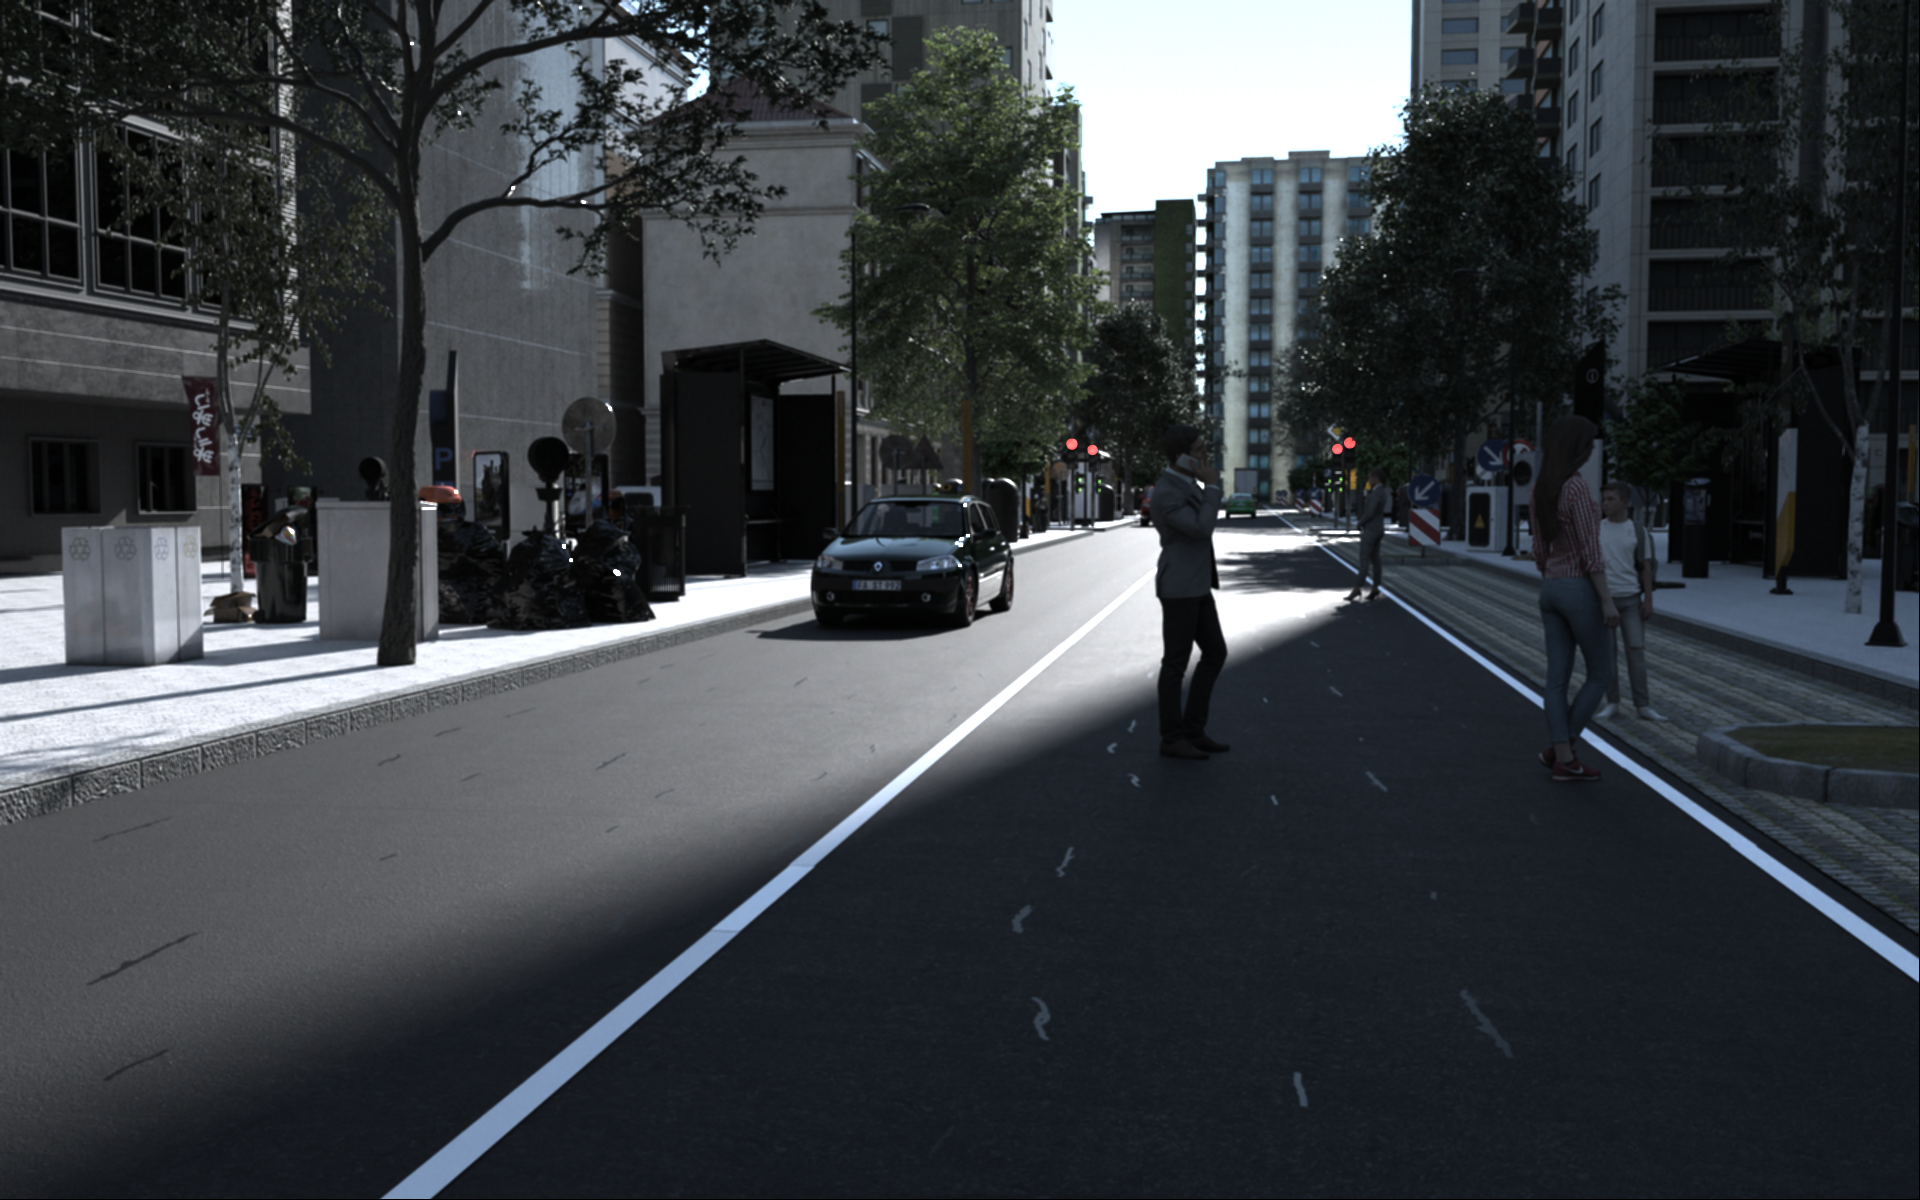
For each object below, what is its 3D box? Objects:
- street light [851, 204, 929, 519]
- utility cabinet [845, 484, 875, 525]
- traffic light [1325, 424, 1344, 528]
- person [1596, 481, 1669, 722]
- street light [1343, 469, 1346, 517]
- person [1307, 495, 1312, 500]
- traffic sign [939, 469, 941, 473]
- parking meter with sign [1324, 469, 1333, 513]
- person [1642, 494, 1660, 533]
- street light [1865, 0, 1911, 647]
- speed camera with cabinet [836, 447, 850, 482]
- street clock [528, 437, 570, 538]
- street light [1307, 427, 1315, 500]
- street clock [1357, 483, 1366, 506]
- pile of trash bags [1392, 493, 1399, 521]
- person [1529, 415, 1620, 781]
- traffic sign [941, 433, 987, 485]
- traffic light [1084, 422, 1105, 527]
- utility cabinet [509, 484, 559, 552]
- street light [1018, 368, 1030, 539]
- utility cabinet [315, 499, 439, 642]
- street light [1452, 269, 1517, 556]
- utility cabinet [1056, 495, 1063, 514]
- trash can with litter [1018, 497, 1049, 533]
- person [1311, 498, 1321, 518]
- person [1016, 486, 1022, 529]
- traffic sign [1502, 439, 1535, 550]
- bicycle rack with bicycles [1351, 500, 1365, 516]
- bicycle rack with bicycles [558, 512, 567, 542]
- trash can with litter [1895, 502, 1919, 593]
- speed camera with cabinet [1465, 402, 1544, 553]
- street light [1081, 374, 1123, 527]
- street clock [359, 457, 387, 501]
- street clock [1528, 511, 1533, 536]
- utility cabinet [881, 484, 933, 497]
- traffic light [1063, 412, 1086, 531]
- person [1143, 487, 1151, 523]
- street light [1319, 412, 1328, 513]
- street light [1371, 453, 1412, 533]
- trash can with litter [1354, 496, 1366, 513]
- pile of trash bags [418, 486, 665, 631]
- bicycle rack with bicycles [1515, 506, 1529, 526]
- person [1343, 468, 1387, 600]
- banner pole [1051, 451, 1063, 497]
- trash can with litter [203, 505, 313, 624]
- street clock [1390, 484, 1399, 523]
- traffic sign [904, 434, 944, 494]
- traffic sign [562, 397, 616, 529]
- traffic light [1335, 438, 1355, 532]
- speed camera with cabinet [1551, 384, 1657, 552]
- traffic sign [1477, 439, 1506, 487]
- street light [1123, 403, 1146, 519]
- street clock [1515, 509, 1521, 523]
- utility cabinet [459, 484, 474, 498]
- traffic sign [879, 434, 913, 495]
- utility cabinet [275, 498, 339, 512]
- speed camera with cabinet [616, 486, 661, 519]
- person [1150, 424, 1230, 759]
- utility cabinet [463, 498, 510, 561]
[{"bbox_3d":[-1.186,-3.389,27.958,1.470,5.913,1.316,1,4,9],"label":"street light"},{"bbox_3d":[-2.229,-1.766,37.555,0.318,1.500,1.173,-2,4,-31],"label":"utility cabinet"},{"bbox_3d":[14.271,-4.696,65.700,0.839,4.253,0.868,1,4,9],"label":"traffic light"},{"bbox_3d":[4.210,0.007,10.982,0.503,1.515,0.523,0,4,-8],"label":"person"},{"bbox_3d":[17.339,-6.274,75.126,1.470,5.913,1.316,1,4,9],"label":"street light"},{"bbox_3d":[44.530,-12.943,220.651,0.750,1.759,0.617,1,4,12],"label":"person"},{"bbox_3d":[-0.344,-3.571,58.492,0.768,2.556,0.104,1,4,17],"label":"traffic sign"},{"bbox_3d":[25.691,-7.604,120.593,0.543,3.016,1.738,1,4,18],"label":"parking meter with sign"},{"bbox_3d":[23.636,-3.101,59.395,0.606,1.804,0.583,1,4,11],"label":"person"},{"bbox_3d":[7.330,-2.573,14.617,1.470,5.913,1.316,1,4,9],"label":"street light"},{"bbox_3d":[-4.812,-4.754,72.069,0.660,3.252,2.038,-1,4,-12],"label":"speed camera with cabinet"},{"bbox_3d":[-5.223,-1.068,22.035,0.471,2.002,0.358,-2,4,-35],"label":"street clock"},{"bbox_3d":[24.386,-8.892,117.929,1.470,5.913,1.316,1,4,9],"label":"street light"},{"bbox_3d":[21.160,-5.305,91.312,0.358,2.002,0.471,-1,4,-22],"label":"street clock"},{"bbox_3d":[21.602,-4.479,82.979,1.912,1.369,3.447,-1,4,-12],"label":"pile of trash bags"},{"bbox_3d":[3.077,-0.008,8.646,0.388,1.821,0.555,-2,4,-25],"label":"person"},{"bbox_3d":[0.461,-3.881,57.331,2.265,3.308,0.079,1,4,16],"label":"traffic sign"},{"bbox_3d":[5.181,-4.787,67.184,0.839,4.253,0.868,1,4,9],"label":"traffic light"},{"bbox_3d":[-9.305,-1.762,37.481,1.173,1.500,0.318,0,4,2],"label":"utility cabinet"},{"bbox_3d":[2.357,-4.686,49.160,1.470,5.913,1.316,1,4,9],"label":"street light"},{"bbox_3d":[-5.128,-0.251,15.269,1.020,1.237,0.306,1,4,13],"label":"utility cabinet"},{"bbox_3d":[10.858,-3.870,35.821,1.470,5.913,1.316,1,4,9],"label":"street light"},{"bbox_3d":[4.794,-4.358,82.412,0.306,1.237,1.020,1,4,13],"label":"utility cabinet"},{"bbox_3d":[2.382,-2.801,57.186,1.055,1.170,0.624,1,4,21],"label":"trash can with litter"},{"bbox_3d":[19.367,-5.266,94.376,0.755,1.850,0.659,3,4,36],"label":"person"},{"bbox_3d":[2.103,-3.410,64.795,0.519,1.759,0.362,3,5,42],"label":"person"},{"bbox_3d":[12.858,-2.433,39.885,0.768,2.556,0.104,1,4,12],"label":"traffic sign"},{"bbox_3d":[23.566,-5.285,99.795,2.852,0.926,2.925,-3,5,-44],"label":"bicycle rack with bicycles"},{"bbox_3d":[-9.000,-1.761,42.175,2.852,0.926,2.925,-1,4,-17],"label":"bicycle rack with bicycles"},{"bbox_3d":[12.667,-0.695,22.751,0.624,1.170,1.055,0,4,-8],"label":"trash can with litter"},{"bbox_3d":[11.938,-2.653,37.708,0.660,3.252,2.038,-2,4,-26],"label":"speed camera with cabinet"},{"bbox_3d":[5.408,-5.785,67.133,1.470,5.913,1.316,1,4,9],"label":"street light"},{"bbox_3d":[-11.591,-1.814,34.229,0.471,2.002,0.358,0,4,7],"label":"street clock"},{"bbox_3d":[17.681,-2.993,53.502,0.471,2.002,0.358,1,4,20],"label":"street clock"},{"bbox_3d":[-1.174,-1.824,38.501,1.173,1.500,0.318,2,4,31],"label":"utility cabinet"},{"bbox_3d":[3.875,-4.305,59.306,0.839,4.253,0.868,1,4,9],"label":"traffic light"},{"bbox_3d":[9.326,-4.730,86.005,0.590,1.801,0.661,0,4,-2],"label":"person"},{"bbox_3d":[20.921,-7.595,96.715,1.470,5.913,1.316,1,4,9],"label":"street light"},{"bbox_3d":[14.394,-5.192,57.432,1.470,5.913,1.316,1,4,9],"label":"street light"},{"bbox_3d":[27.770,-6.653,120.157,0.624,1.170,1.055,-3,5,-43],"label":"trash can with litter"},{"bbox_3d":[-4.712,-0.498,17.891,3.447,1.369,1.912,3,5,44],"label":"pile of trash bags"},{"bbox_3d":[22.330,-3.533,71.143,2.925,0.926,2.852,-1,4,-11],"label":"bicycle rack with bicycles"},{"bbox_3d":[5.506,-0.903,23.536,0.573,1.790,0.520,1,4,10],"label":"person"},{"bbox_3d":[4.921,-6.047,88.887,0.863,3.779,0.401,2,4,34],"label":"banner pole"},{"bbox_3d":[-7.014,-0.359,17.259,1.055,1.170,0.624,0,4,5],"label":"trash can with litter"},{"bbox_3d":[18.957,-4.344,75.598,0.358,2.002,0.471,3,4,37],"label":"street clock"},{"bbox_3d":[-0.775,-2.287,37.397,0.884,2.594,0.081,1,4,13],"label":"traffic sign"},{"bbox_3d":[-4.887,-1.387,22.789,0.768,2.556,0.104,1,4,13],"label":"traffic sign"},{"bbox_3d":[12.966,-4.214,57.822,0.839,4.253,0.868,1,4,9],"label":"traffic light"},{"bbox_3d":[11.454,-2.226,30.727,2.038,3.252,0.660,-2,4,-27],"label":"speed camera with cabinet"},{"bbox_3d":[12.430,-2.465,40.403,0.768,2.556,0.104,1,4,13],"label":"traffic sign"},{"bbox_3d":[8.780,-7.084,88.363,1.470,5.913,1.316,1,4,9],"label":"street light"},{"bbox_3d":[25.136,-4.493,78.024,0.358,2.002,0.471,-3,4,-38],"label":"street clock"},{"bbox_3d":[-10.496,-1.734,37.037,1.173,1.500,0.318,2,4,29],"label":"utility cabinet"},{"bbox_3d":[-1.374,-2.254,36.961,0.768,2.556,0.104,1,4,16],"label":"traffic sign"},{"bbox_3d":[-11.088,-1.119,29.453,0.306,1.237,1.020,3,5,40],"label":"utility cabinet"},{"bbox_3d":[-6.388,-2.631,37.357,2.038,3.252,0.660,-1,4,-13],"label":"speed camera with cabinet"},{"bbox_3d":[1.265,-0.047,9.448,0.473,1.802,0.592,2,4,31],"label":"person"},{"bbox_3d":[-7.971,-1.065,28.567,1.020,1.237,0.306,0,3,0],"label":"utility cabinet"}]
